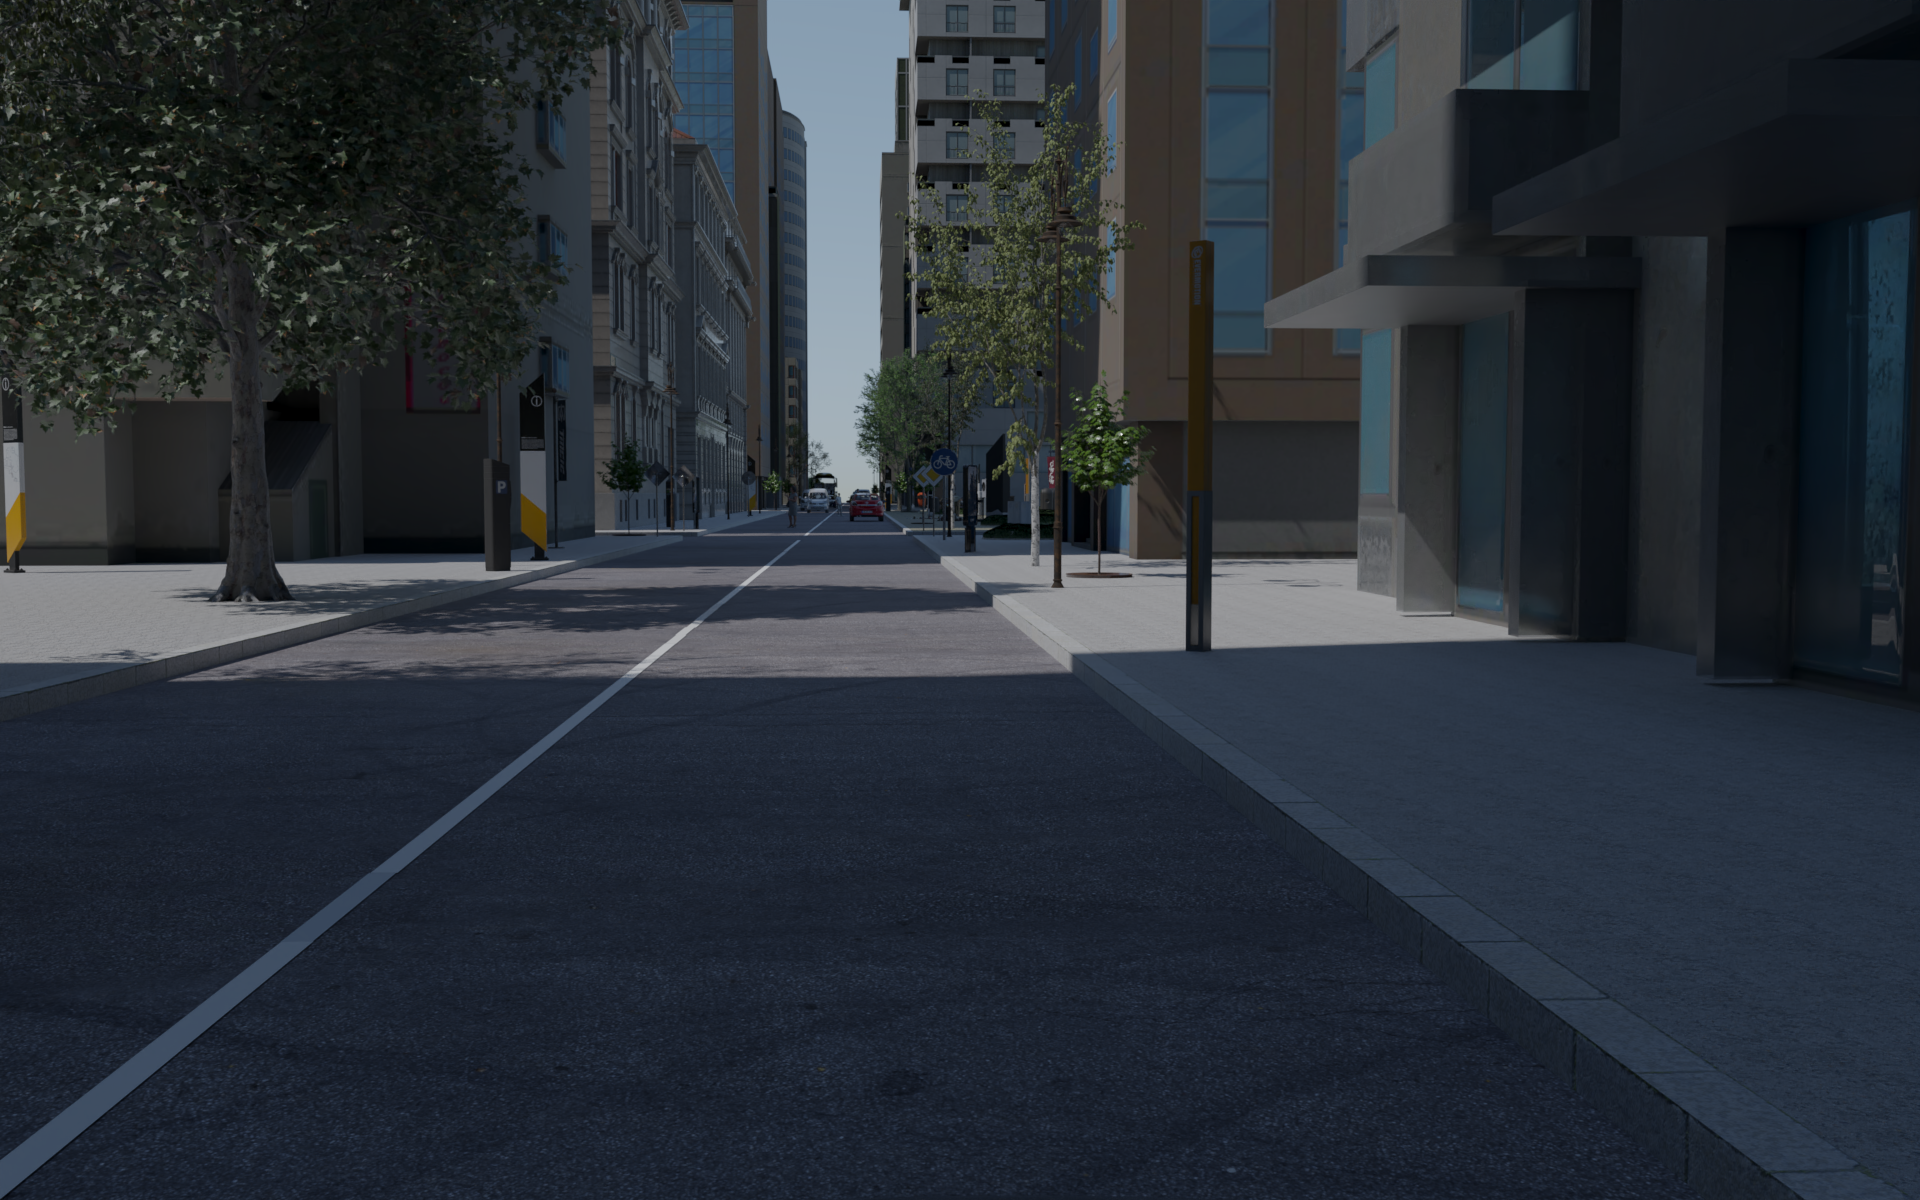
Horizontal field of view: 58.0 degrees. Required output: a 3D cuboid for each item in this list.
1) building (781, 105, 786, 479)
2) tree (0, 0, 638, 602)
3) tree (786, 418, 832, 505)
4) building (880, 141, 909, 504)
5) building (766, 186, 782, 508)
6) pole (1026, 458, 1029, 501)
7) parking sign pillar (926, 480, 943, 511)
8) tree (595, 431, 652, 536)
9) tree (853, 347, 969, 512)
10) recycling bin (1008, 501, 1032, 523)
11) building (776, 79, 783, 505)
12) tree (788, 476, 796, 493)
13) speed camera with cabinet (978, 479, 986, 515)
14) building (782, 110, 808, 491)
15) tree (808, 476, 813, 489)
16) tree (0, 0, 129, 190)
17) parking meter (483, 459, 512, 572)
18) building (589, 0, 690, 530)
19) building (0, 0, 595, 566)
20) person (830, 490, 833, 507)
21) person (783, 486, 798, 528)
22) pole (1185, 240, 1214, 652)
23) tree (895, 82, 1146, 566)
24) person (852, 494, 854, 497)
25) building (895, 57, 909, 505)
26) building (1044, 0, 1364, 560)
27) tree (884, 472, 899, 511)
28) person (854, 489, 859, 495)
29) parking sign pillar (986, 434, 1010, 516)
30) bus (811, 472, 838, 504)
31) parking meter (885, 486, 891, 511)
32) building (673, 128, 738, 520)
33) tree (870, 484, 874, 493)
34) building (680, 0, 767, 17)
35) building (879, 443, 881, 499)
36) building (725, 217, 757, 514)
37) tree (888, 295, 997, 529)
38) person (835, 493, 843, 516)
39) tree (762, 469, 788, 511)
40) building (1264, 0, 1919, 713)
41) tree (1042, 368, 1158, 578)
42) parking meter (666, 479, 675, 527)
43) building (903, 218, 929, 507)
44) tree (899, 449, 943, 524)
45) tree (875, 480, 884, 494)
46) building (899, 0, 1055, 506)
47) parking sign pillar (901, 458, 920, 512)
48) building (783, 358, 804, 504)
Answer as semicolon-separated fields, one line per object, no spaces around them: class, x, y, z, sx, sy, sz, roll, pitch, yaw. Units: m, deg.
building;-25.895;-32.604;183.178;14.600;45.320;14.200;0;4;-3
tree;-8.671;-6.345;20.747;9.611;12.733;9.660;0;3;0
tree;-19.825;-16.993;212.251;8.767;10.594;7.601;-1;4;-11
building;-0.009;-37.337;234.163;21.300;48.544;21.600;0;4;-3
building;-23.451;-23.469;155.426;14.160;30.474;14.107;0;4;-3
pole;3.863;-6.435;99.057;0.158;3.312;0.155;0;3;0
parking sign pillar;-1.878;-8.893;133.874;1.447;3.967;1.447;0;4;2
tree;-10.183;-3.585;53.217;1.663;3.219;1.824;0;3;0
tree;-3.441;-11.954;121.198;9.928;11.665;9.643;0;3;0
recycling bin;2.168;-2.968;61.088;0.722;1.027;0.722;-3;4;-36
building;-25.346;-31.737;169.012;14.600;45.320;14.200;0;4;-3
tree;-16.684;-10.517;166.561;1.663;3.219;1.824;0;3;0
speed camera with cabinet;1.436;-6.683;103.596;0.660;3.252;2.038;-1;4;-19
building;-33.852;-43.944;260.476;21.231;58.520;28.212;0;4;-3
tree;-24.766;-18.904;292.794;4.285;4.588;4.351;0;3;0
tree;-8.031;-3.770;11.999;4.360;8.622;3.978;0;3;0
parking meter;-7.692;-1.414;28.832;0.255;1.863;0.399;3;4;39
building;-19.044;-17.345;70.978;14.401;28.519;23.554;0;4;-3
building;-20.850;-25.432;39.522;21.600;48.544;21.300;0;4;-3
person;-14.285;-11.281;192.575;0.705;1.869;1.348;0;4;-5
person;-7.236;-3.972;73.803;0.532;1.782;0.716;-2;4;-33
pole;1.950;-1.237;14.063;0.158;3.312;0.155;0;3;0
tree;1.097;-4.902;30.511;4.737;8.622;4.395;0;3;0
person;-12.602;-12.340;210.278;1.348;1.821;0.705;1;4;11
building;-2.384;-51.719;283.851;20.563;71.187;20.611;0;4;-3
building;9.597;-23.814;39.472;14.600;45.320;14.200;0;4;-3
tree;-4.334;-8.352;131.158;1.663;3.219;1.824;0;3;0
person;-7.728;-7.435;129.917;0.638;1.841;0.748;-2;4;-24
parking sign pillar;1.706;-5.463;77.786;1.447;3.967;1.447;-2;4;-35
bus;-15.655;-12.831;201.332;2.896;3.916;12.252;0;4;-2
parking meter;-5.345;-7.518;128.623;0.399;1.863;0.255;0;4;2
building;-18.558;-15.771;94.005;11.583;22.565;21.152;0;4;-3
tree;-14.018;-17.833;286.168;1.663;3.219;1.824;0;3;0
building;-22.856;-30.015;140.855;14.600;45.320;14.200;0;4;-3
building;1.838;-25.433;260.865;27.650;21.520;28.899;0;4;-3
building;-21.005;-16.800;116.482;13.314;21.916;24.055;0;4;-3
tree;-0.385;-6.966;64.263;4.360;8.622;3.978;0;3;0
person;-7.790;-6.174;112.038;0.523;1.515;0.503;1;4;22
tree;-14.500;-8.520;133.907;1.663;3.219;1.824;0;3;0
building;15.554;-23.840;9.386;23.786;49.044;30.456;0;4;-3
tree;2.178;-1.957;26.597;1.663;3.219;1.824;0;3;0
parking meter;-11.190;-3.744;66.918;0.255;1.863;0.399;1;4;8
building;1.006;-25.171;183.253;14.160;30.474;14.107;0;4;-3
tree;-1.578;-4.869;74.209;1.663;3.219;1.824;0;3;0
tree;-7.473;-11.466;182.077;1.663;3.219;1.824;0;3;0
building;9.032;-35.047;162.250;28.713;52.752;27.495;0;4;-3
parking sign pillar;-3.641;-8.495;127.361;1.447;3.967;1.447;0;4;6
building;-35.411;-23.726;232.961;27.650;21.520;28.899;0;4;-3
